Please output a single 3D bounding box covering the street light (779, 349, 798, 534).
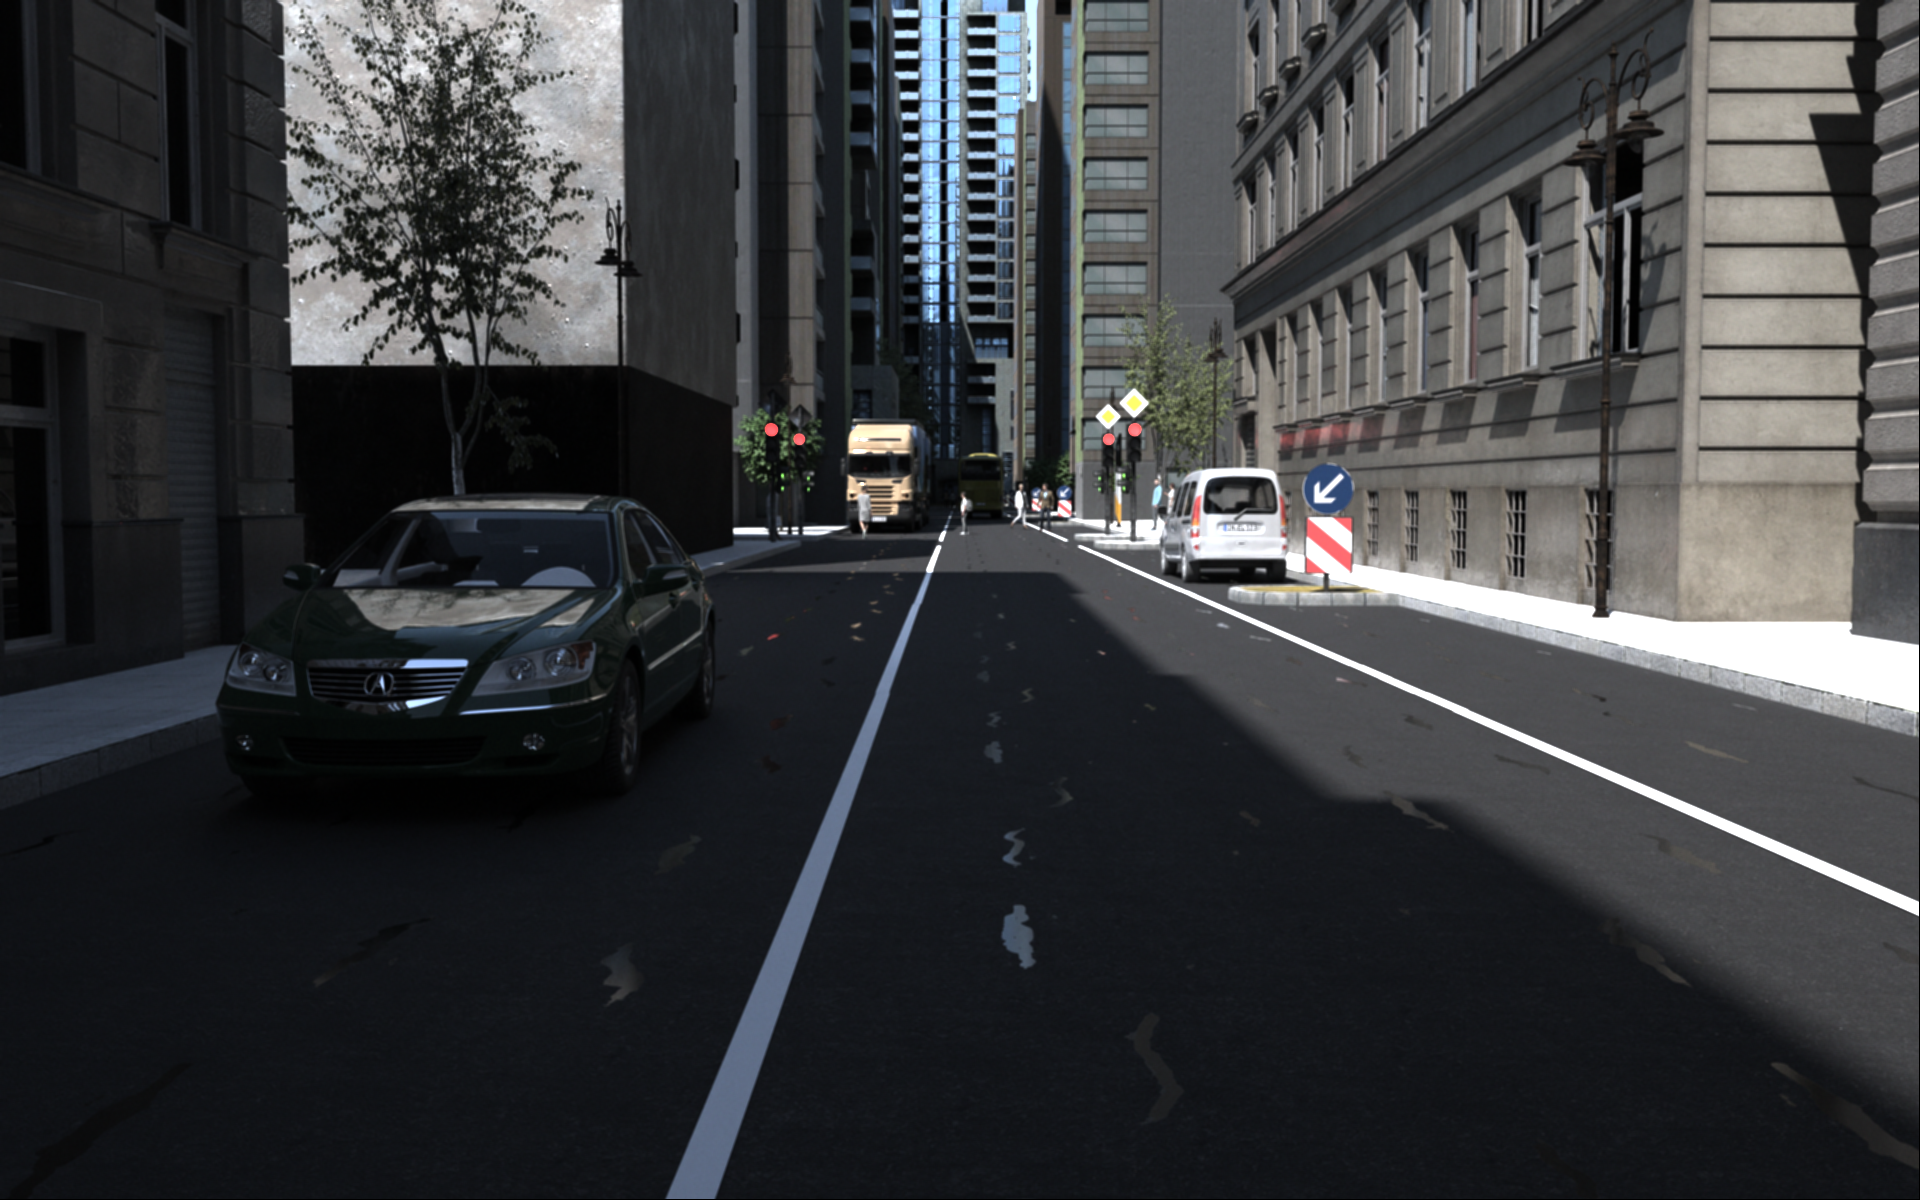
[{"bbox_3d":[-5.432,-5.037,55.136,0.468,5.910,1.993,0,3,0],"label":"street light"}]

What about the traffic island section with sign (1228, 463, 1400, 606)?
[{"bbox_3d":[4.661,-0.891,23.202,1.989,1.847,2.006,0,3,0],"label":"traffic island section with sign"}]

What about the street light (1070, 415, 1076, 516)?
[{"bbox_3d":[6.659,-7.891,101.807,0.468,5.910,1.993,0,3,0],"label":"street light"}]

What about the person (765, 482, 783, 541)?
[{"bbox_3d":[-5.190,-2.417,48.369,0.624,1.780,0.694,-1,4,-21],"label":"person"}]

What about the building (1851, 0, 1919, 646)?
[{"bbox_3d":[12.909,-10.823,5.840,11.050,23.489,19.941,0,3,0],"label":"building"}]

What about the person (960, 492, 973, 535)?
[{"bbox_3d":[0.165,-3.075,61.373,0.523,1.515,0.503,-2,4,-27],"label":"person"}]

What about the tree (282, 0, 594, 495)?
[{"bbox_3d":[-6.524,-4.382,22.012,4.360,8.622,3.978,0,3,0],"label":"tree"}]

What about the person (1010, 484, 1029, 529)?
[{"bbox_3d":[2.430,-3.784,70.250,0.818,1.842,0.514,2,4,26],"label":"person"}]

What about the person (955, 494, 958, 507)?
[{"bbox_3d":[-0.310,-11.319,196.798,0.421,1.427,0.697,0,4,3],"label":"person"}]

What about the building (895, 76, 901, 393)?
[{"bbox_3d":[-12.886,-29.420,164.608,14.154,41.232,14.086,0,3,0],"label":"building"}]

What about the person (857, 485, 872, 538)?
[{"bbox_3d":[-3.055,-2.850,55.854,0.466,1.731,0.760,-1,4,-14],"label":"person"}]

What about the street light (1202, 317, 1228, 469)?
[{"bbox_3d":[6.690,-4.447,45.502,0.468,5.910,1.993,0,3,0],"label":"street light"}]

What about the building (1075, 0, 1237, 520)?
[{"bbox_3d":[13.030,-24.900,90.712,14.154,41.232,14.086,0,3,0],"label":"building"}]

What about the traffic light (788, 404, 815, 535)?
[{"bbox_3d":[-4.965,-3.984,54.057,0.839,4.253,0.868,0,3,0],"label":"traffic light"}]

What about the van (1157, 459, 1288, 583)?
[{"bbox_3d":[4.416,-1.368,29.372,2.013,2.044,4.112,0,4,-1],"label":"van"}]

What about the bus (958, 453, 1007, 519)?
[{"bbox_3d":[1.342,-6.870,103.874,2.896,3.916,12.252,0,4,2],"label":"bus"}]

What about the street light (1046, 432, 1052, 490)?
[{"bbox_3d":[6.667,-9.547,128.877,0.468,5.910,1.993,0,3,0],"label":"street light"}]

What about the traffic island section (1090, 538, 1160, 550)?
[{"bbox_3d":[4.642,-1.463,46.209,2.009,0.180,2.903,0,3,0],"label":"traffic island section"}]

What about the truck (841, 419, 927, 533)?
[{"bbox_3d":[-2.775,-4.775,66.980,2.839,4.237,11.283,0,4,1],"label":"truck"}]

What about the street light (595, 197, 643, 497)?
[{"bbox_3d":[-5.354,-3.337,27.346,0.468,5.910,1.993,0,3,0],"label":"street light"}]

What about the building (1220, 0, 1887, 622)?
[{"bbox_3d":[14.408,-12.081,30.811,16.112,22.955,30.059,0,3,0],"label":"building"}]

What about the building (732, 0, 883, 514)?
[{"bbox_3d":[-13.349,-27.670,135.997,14.154,41.232,14.086,0,3,0],"label":"building"}]

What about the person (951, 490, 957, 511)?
[{"bbox_3d":[-0.509,-8.162,142.736,0.721,1.735,1.217,1,4,21],"label":"person"}]

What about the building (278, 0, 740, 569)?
[{"bbox_3d":[-13.979,-10.385,37.252,16.811,18.784,16.820,0,3,0],"label":"building"}]

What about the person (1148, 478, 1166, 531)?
[{"bbox_3d":[6.931,-3.322,60.214,0.748,1.841,0.638,1,4,13],"label":"person"}]

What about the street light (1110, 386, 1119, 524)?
[{"bbox_3d":[6.499,-6.190,73.992,0.468,5.910,1.993,0,3,0],"label":"street light"}]

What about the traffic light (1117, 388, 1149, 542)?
[{"bbox_3d":[4.602,-3.497,46.095,0.839,4.253,0.868,0,3,0],"label":"traffic light"}]

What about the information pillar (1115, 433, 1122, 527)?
[{"bbox_3d":[6.096,-4.605,66.652,0.183,3.616,0.504,-1,4,-13],"label":"information pillar"}]

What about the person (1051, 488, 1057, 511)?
[{"bbox_3d":[7.125,-7.666,131.903,1.217,1.766,0.721,0,4,-5],"label":"person"}]

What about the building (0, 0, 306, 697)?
[{"bbox_3d":[-11.703,-12.593,3.153,12.463,27.353,25.104,0,3,0],"label":"building"}]

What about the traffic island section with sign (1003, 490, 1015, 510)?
[{"bbox_3d":[4.572,-9.010,155.948,1.989,1.847,2.006,0,3,0],"label":"traffic island section with sign"}]

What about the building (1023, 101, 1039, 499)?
[{"bbox_3d":[13.668,-30.579,183.563,14.154,41.232,14.086,0,3,0],"label":"building"}]

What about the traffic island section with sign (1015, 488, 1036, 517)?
[{"bbox_3d":[4.614,-6.026,107.158,1.989,1.847,2.006,0,3,0],"label":"traffic island section with sign"}]

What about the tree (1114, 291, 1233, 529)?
[{"bbox_3d":[7.427,-6.882,62.877,4.737,8.622,4.395,0,3,0],"label":"tree"}]

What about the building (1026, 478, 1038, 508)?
[{"bbox_3d":[22.600,-28.873,163.949,32.217,40.220,23.993,0,3,0],"label":"building"}]

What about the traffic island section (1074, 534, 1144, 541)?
[{"bbox_3d":[4.637,-1.952,54.194,2.009,0.180,2.903,0,3,0],"label":"traffic island section"}]

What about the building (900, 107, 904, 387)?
[{"bbox_3d":[-17.227,-34.914,194.551,21.600,48.544,21.300,0,3,0],"label":"building"}]

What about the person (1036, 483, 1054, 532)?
[{"bbox_3d":[3.200,-3.485,65.398,0.656,1.842,0.836,-1,4,-18],"label":"person"}]

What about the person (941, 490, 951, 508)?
[{"bbox_3d":[-1.319,-10.059,173.052,1.348,1.812,0.705,1,4,11],"label":"person"}]

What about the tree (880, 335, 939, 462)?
[{"bbox_3d":[-5.668,-12.566,123.576,7.486,12.596,7.792,0,3,0],"label":"tree"}]

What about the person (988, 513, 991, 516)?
[{"bbox_3d":[2.042,-6.262,115.161,0.394,1.301,0.425,-1,4,-17],"label":"person"}]

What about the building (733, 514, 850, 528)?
[{"bbox_3d":[-11.788,-23.588,69.263,14.154,41.232,14.086,0,3,0],"label":"building"}]

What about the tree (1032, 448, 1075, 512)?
[{"bbox_3d":[7.836,-8.624,124.723,4.285,4.588,4.351,0,3,0],"label":"tree"}]

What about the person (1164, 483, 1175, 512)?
[{"bbox_3d":[8.972,-4.127,74.085,0.524,1.755,0.480,0,4,6],"label":"person"}]

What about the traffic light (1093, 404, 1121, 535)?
[{"bbox_3d":[4.597,-3.985,54.080,0.839,4.253,0.868,0,3,0],"label":"traffic light"}]

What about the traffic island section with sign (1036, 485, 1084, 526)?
[{"bbox_3d":[4.620,-4.312,79.137,1.989,1.847,2.006,0,3,0],"label":"traffic island section with sign"}]

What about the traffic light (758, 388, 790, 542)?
[{"bbox_3d":[-4.959,-3.496,46.072,0.839,4.253,0.868,0,3,0],"label":"traffic light"}]

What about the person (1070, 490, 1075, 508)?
[{"bbox_3d":[8.434,-7.503,128.820,0.679,1.850,0.850,1,4,11],"label":"person"}]

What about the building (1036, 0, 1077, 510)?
[{"bbox_3d":[13.518,-30.245,144.623,14.600,45.320,14.200,0,3,0],"label":"building"}]

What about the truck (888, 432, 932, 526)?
[{"bbox_3d":[-2.670,-5.595,80.391,2.839,4.237,11.283,0,4,0],"label":"truck"}]

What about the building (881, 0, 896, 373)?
[{"bbox_3d":[-12.768,-30.589,150.234,14.600,45.320,14.200,0,3,0],"label":"building"}]

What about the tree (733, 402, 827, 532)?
[{"bbox_3d":[-6.169,-4.606,59.023,4.285,4.588,4.351,0,3,0],"label":"tree"}]

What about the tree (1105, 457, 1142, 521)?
[{"bbox_3d":[7.535,-5.346,82.015,1.663,3.219,1.824,0,3,0],"label":"tree"}]

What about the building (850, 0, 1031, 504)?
[{"bbox_3d":[-4.117,-55.647,222.500,31.000,86.520,22.319,0,3,0],"label":"building"}]

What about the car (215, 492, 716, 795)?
[{"bbox_3d":[-2.498,0.125,9.754,2.131,1.459,4.920,0,4,-1],"label":"car"}]

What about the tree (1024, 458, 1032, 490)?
[{"bbox_3d":[6.602,-9.312,135.960,4.285,4.588,4.351,0,3,0],"label":"tree"}]

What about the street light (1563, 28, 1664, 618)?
[{"bbox_3d":[6.665,-2.755,17.836,0.468,5.910,1.993,0,3,0],"label":"street light"}]

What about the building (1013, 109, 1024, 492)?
[{"bbox_3d":[13.249,-33.483,197.554,14.600,45.320,14.200,0,3,0],"label":"building"}]

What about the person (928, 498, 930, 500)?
[{"bbox_3d":[-3.156,-8.247,143.298,1.348,1.831,0.705,1,4,12],"label":"person"}]
